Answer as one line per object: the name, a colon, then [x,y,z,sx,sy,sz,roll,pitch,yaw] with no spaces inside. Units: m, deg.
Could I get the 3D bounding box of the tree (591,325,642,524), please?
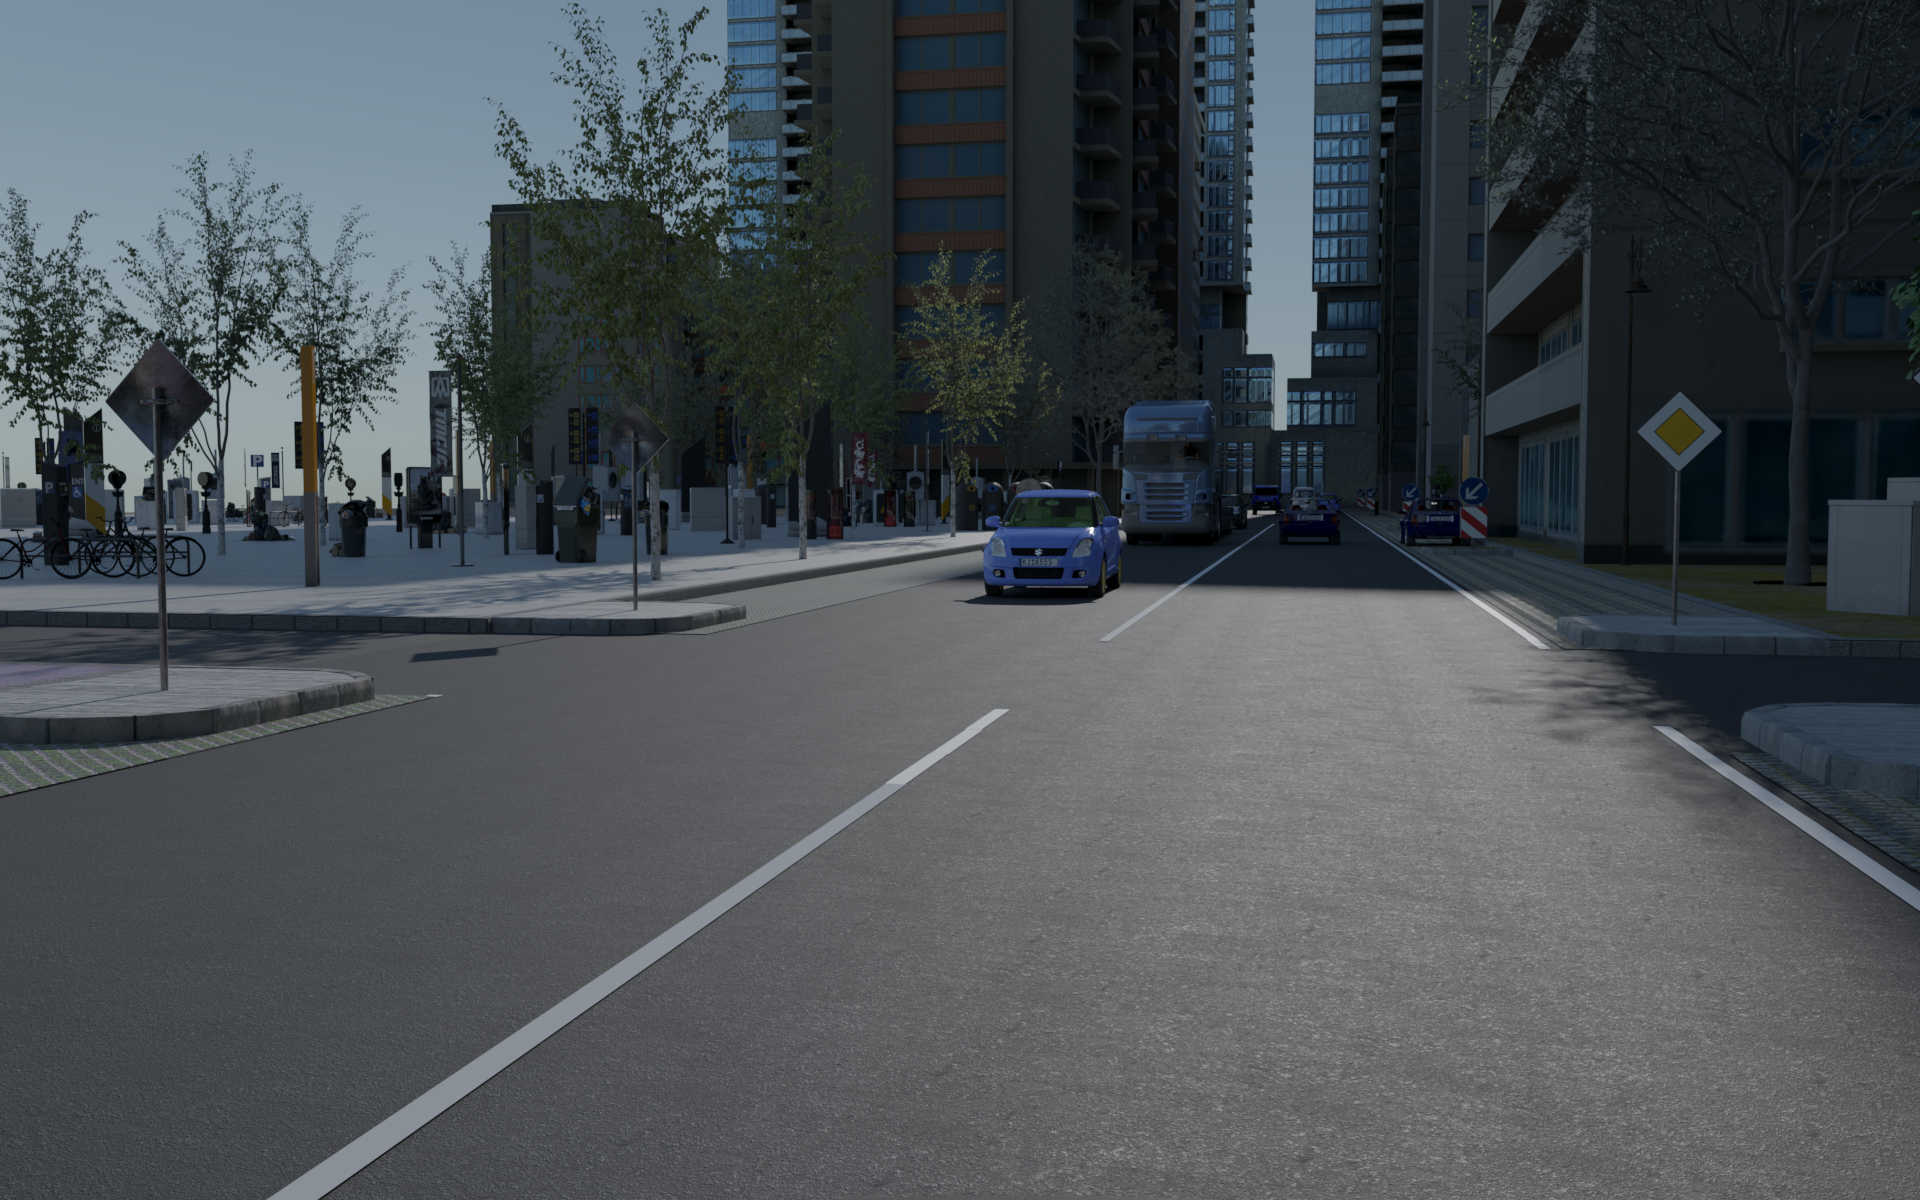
tree: [-14.031,-7.536,73.578,4.360,8.622,3.978,0,3,0]

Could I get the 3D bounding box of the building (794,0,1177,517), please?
building: [1.876,-27.779,108.805,22.147,44.769,28.867,1,4,12]

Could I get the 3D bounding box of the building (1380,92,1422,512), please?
building: [38.699,-21.718,126.794,14.160,30.474,14.107,1,4,12]

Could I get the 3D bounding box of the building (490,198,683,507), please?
building: [-37.312,-24.563,173.312,14.107,30.474,14.160,1,4,12]

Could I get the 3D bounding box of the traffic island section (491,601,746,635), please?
traffic island section: [-3.607,0.192,19.146,2.009,0.180,2.903,1,4,12]

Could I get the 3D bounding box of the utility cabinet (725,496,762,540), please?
utility cabinet: [-6.087,-2.310,48.932,0.306,1.237,1.020,3,5,45]

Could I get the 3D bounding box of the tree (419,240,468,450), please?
tree: [-13.745,-6.129,50.572,4.737,8.622,4.395,0,3,0]

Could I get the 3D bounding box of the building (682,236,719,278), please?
building: [-35.723,-25.860,194.515,14.107,30.474,14.160,1,4,12]

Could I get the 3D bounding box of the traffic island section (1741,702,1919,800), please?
traffic island section: [5.398,0.804,9.138,2.009,0.180,2.903,1,4,12]

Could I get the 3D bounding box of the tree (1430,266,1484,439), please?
tree: [17.656,-6.509,56.781,4.360,8.622,3.978,0,3,0]

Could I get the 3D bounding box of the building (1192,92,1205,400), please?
building: [9.204,-28.247,153.724,23.993,40.220,32.217,1,4,12]

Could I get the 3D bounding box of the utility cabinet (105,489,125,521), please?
utility cabinet: [-40.154,-4.479,81.909,1.173,1.500,0.318,0,4,-2]

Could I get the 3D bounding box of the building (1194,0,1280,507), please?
building: [18.325,-53.416,186.030,31.000,86.520,22.319,1,4,12]

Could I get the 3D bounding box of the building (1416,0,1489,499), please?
building: [38.663,-34.376,104.044,21.231,58.520,28.212,1,4,12]

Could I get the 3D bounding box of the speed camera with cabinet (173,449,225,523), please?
speed camera with cabinet: [-33.522,-5.011,76.267,2.038,3.252,0.660,-1,4,-14]

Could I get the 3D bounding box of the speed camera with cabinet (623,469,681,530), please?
speed camera with cabinet: [-11.129,-4.163,62.406,2.038,3.252,0.660,0,4,4]

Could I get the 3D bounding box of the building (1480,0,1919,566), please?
building: [24.002,-25.367,38.447,21.300,48.544,21.600,1,4,12]

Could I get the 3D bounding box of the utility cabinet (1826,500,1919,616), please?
utility cabinet: [9.912,-0.462,18.708,0.306,1.237,1.020,-2,4,-25]

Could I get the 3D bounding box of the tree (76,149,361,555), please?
tree: [-15.897,-5.273,36.581,4.360,8.622,3.978,0,3,0]

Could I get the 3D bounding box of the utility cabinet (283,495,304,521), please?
utility cabinet: [-31.760,-4.370,82.609,1.020,1.237,0.306,1,4,19]

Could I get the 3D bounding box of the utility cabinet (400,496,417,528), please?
utility cabinet: [-21.020,-3.359,66.084,0.306,1.237,1.020,1,4,10]

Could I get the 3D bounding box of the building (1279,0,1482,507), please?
building: [48.702,-53.039,179.854,31.000,86.520,22.319,1,4,12]

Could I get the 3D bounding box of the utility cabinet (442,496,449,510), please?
utility cabinet: [-20.343,-3.439,67.394,1.020,1.237,0.306,1,4,14]

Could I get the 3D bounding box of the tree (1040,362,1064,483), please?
tree: [2.101,-7.302,69.751,4.360,8.622,3.978,0,3,0]

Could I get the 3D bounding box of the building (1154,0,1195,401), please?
building: [9.982,-29.317,129.443,14.600,45.320,14.200,1,4,12]

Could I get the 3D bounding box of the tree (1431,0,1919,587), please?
tree: [11.807,-6.962,24.205,12.009,13.543,11.850,0,3,0]

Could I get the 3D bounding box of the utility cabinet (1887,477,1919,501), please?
utility cabinet: [12.839,-0.886,23.168,0.318,1.500,1.173,0,4,2]

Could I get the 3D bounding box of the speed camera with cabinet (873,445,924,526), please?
speed camera with cabinet: [-2.479,-4.627,69.984,2.038,3.252,0.660,0,4,1]

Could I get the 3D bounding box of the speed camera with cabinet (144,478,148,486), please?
speed camera with cabinet: [-44.216,-6.225,96.115,0.660,3.252,2.038,2,4,28]

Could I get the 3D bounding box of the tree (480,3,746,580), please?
tree: [-4.758,-4.595,25.484,4.737,8.622,4.395,0,3,0]

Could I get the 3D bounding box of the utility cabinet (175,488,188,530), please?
utility cabinet: [-27.309,-3.187,60.780,0.318,1.500,1.173,-1,4,-21]

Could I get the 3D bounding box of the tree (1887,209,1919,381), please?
tree: [9.958,-1.927,15.215,4.285,4.588,4.351,0,3,0]

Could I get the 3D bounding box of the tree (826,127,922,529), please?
tree: [-3.325,-5.103,33.799,4.737,8.622,4.395,0,3,0]

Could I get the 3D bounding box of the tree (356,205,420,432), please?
tree: [-15.819,-5.693,43.440,4.360,8.622,3.978,0,3,0]

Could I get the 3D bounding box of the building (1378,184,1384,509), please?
building: [41.796,-22.645,141.947,14.160,30.474,14.107,1,4,12]

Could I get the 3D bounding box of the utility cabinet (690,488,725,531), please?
utility cabinet: [-8.744,-3.139,59.994,1.173,1.500,0.318,-1,4,-18]

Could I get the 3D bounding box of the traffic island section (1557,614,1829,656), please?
traffic island section: [7.011,0.325,16.959,2.009,0.180,2.903,1,4,12]

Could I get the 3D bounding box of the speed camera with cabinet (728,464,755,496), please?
speed camera with cabinet: [-7.427,-3.938,58.730,0.660,3.252,2.038,-1,4,-19]

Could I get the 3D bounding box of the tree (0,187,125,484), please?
tree: [-22.021,-5.588,41.727,4.737,8.622,4.395,0,3,0]

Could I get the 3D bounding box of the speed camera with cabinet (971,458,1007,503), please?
speed camera with cabinet: [1.637,-6.134,94.630,2.038,3.252,0.660,1,4,14]

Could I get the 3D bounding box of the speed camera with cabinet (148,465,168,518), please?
speed camera with cabinet: [-42.920,-6.108,94.195,2.038,3.252,0.660,1,4,15]

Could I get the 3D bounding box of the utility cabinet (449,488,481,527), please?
utility cabinet: [-19.284,-3.596,67.468,1.173,1.500,0.318,-3,5,-40]

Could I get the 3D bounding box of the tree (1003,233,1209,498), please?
tree: [6.527,-10.525,82.455,12.009,13.543,11.850,0,3,0]

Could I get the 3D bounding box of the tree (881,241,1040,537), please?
tree: [0.031,-6.177,51.351,4.360,8.622,3.978,0,3,0]

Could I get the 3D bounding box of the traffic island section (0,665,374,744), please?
traffic island section: [-5.220,0.670,11.325,2.009,0.180,2.903,1,4,12]

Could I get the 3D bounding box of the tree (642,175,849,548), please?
tree: [-4.945,-5.536,40.874,4.360,8.622,3.978,0,3,0]

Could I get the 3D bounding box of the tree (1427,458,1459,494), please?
tree: [25.637,-5.984,92.444,1.663,3.219,1.824,0,3,0]

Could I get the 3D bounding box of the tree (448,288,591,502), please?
tree: [-16.430,-6.846,62.288,4.360,8.622,3.978,0,3,0]

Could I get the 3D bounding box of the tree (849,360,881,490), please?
tree: [-4.272,-8.763,93.629,4.360,8.622,3.978,0,3,0]

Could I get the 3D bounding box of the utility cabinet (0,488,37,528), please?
utility cabinet: [-35.706,-3.484,65.644,1.173,1.500,0.318,-3,4,-37]

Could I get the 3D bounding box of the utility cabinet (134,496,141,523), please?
utility cabinet: [-35.693,-3.956,75.843,1.020,1.237,0.306,2,4,24]

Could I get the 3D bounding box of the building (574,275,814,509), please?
building: [-16.703,-19.396,162.165,28.899,21.520,27.650,1,4,12]

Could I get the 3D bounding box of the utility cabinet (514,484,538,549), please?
utility cabinet: [-10.086,-1.946,40.501,0.318,1.500,1.173,0,4,4]

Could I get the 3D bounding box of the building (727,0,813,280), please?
building: [-12.745,-53.816,192.568,31.000,86.520,22.319,1,4,12]

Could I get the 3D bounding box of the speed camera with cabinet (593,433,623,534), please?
speed camera with cabinet: [-11.638,-3.728,55.296,0.660,3.252,2.038,1,4,16]
